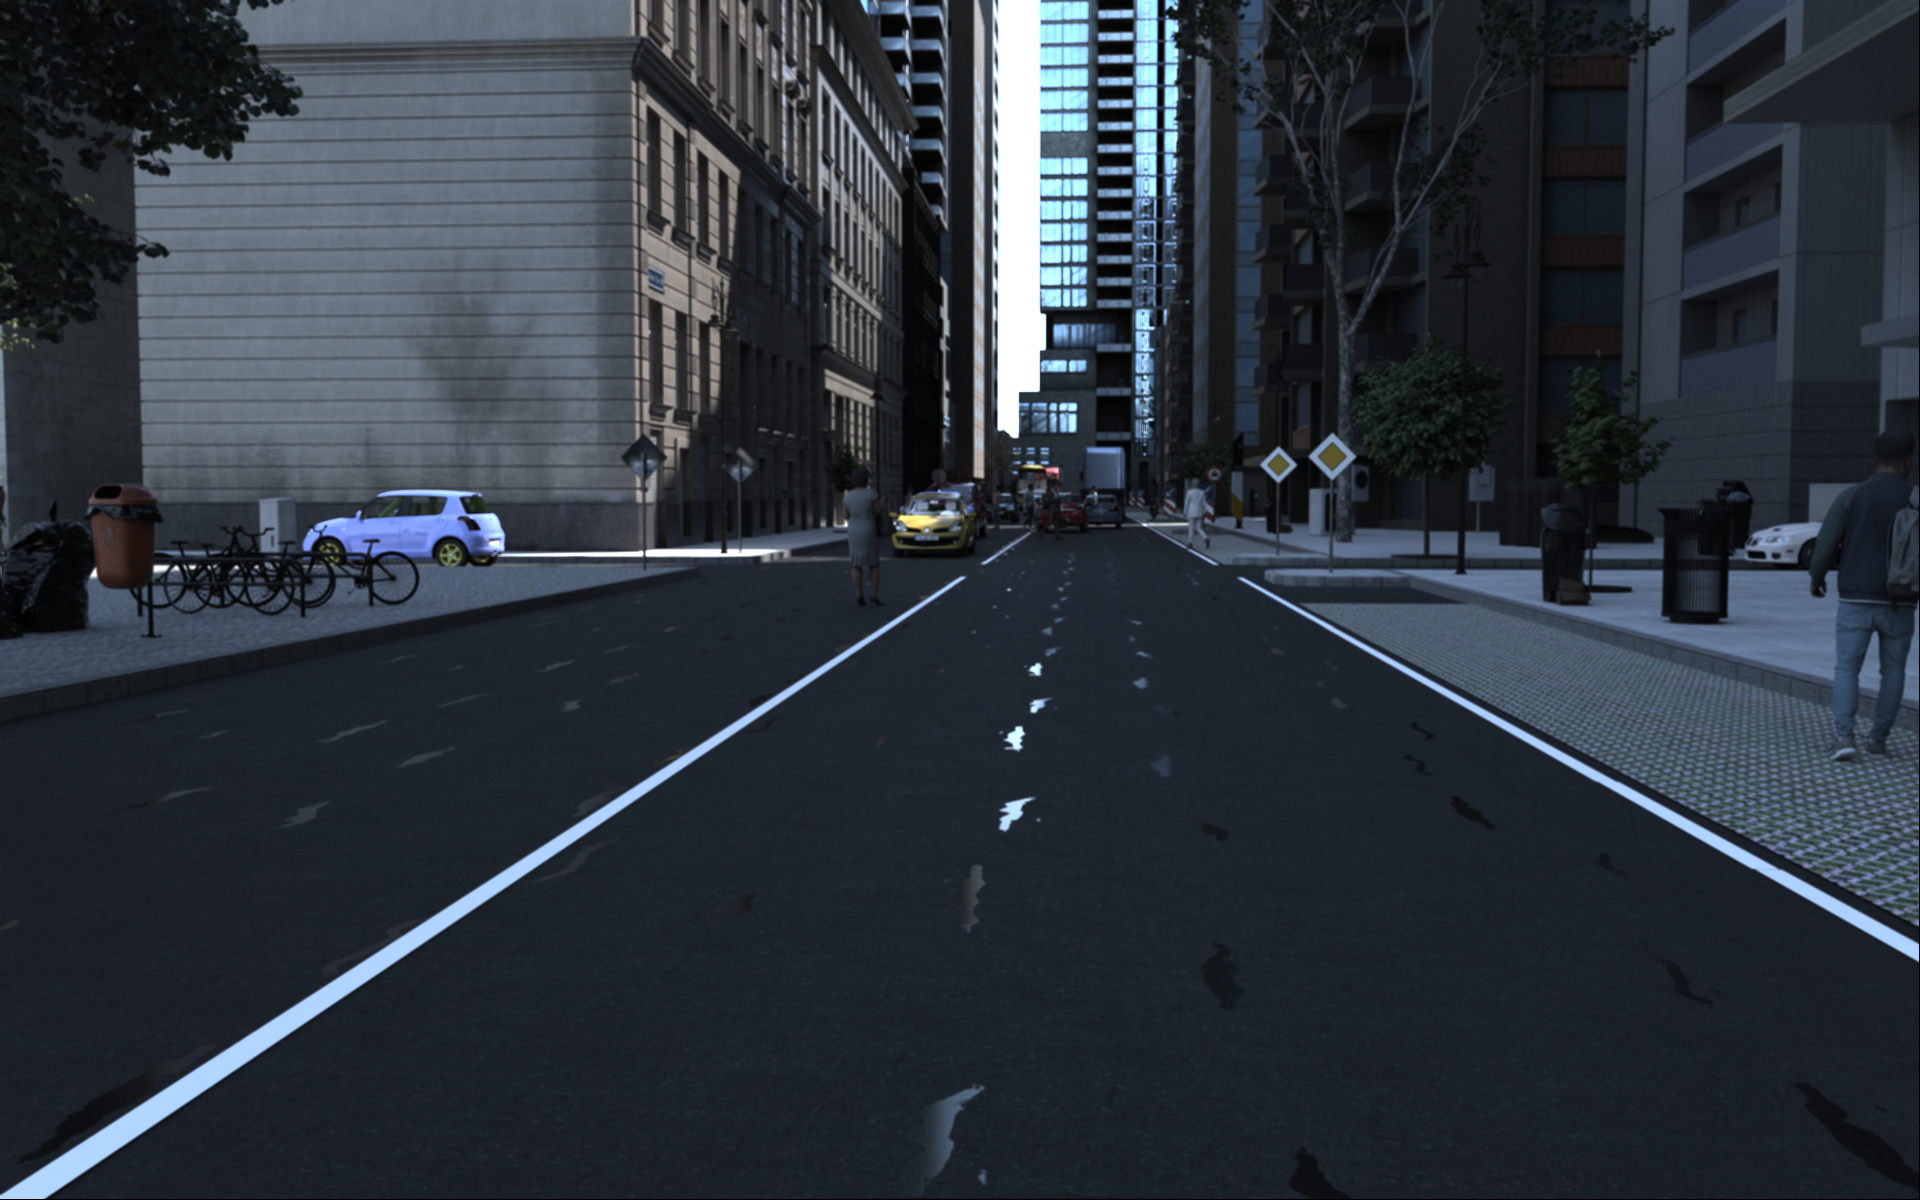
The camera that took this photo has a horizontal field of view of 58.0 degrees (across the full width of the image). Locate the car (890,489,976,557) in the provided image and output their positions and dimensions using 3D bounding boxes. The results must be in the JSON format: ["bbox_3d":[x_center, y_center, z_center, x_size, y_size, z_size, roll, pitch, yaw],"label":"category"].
[{"bbox_3d":[-0.580,-1.856,40.569,2.015,1.641,3.980,0,4,5],"label":"car"}]

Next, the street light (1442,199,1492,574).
[{"bbox_3d":[8.021,-3.350,27.555,0.468,5.910,1.993,0,4,4],"label":"street light"}]

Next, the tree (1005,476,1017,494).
[{"bbox_3d":[5.922,-11.734,186.446,1.663,3.219,1.824,0,3,0],"label":"tree"}]

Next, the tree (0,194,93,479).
[{"bbox_3d":[-16.131,-4.677,26.825,4.737,8.622,4.395,0,3,0],"label":"tree"}]

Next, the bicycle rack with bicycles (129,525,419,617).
[{"bbox_3d":[-7.818,-0.350,19.109,2.925,0.926,2.852,0,4,5],"label":"bicycle rack with bicycles"}]

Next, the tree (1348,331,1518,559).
[{"bbox_3d":[9.561,-3.140,35.054,4.285,4.588,4.351,0,3,0],"label":"tree"}]

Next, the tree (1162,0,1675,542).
[{"bbox_3d":[11.192,-11.530,44.409,12.611,20.169,13.585,0,3,0],"label":"tree"}]

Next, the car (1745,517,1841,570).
[{"bbox_3d":[17.263,-1.222,32.346,4.827,1.381,2.083,0,4,6],"label":"car"}]

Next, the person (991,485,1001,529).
[{"bbox_3d":[1.484,-3.849,71.440,0.388,1.821,0.555,-2,4,-35],"label":"person"}]

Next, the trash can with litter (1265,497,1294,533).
[{"bbox_3d":[10.586,-2.806,57.259,0.624,1.170,1.055,-3,4,-37],"label":"trash can with litter"}]

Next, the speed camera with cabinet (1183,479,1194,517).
[{"bbox_3d":[13.042,-6.376,98.588,0.660,3.252,2.038,0,4,6],"label":"speed camera with cabinet"}]

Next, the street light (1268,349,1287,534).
[{"bbox_3d":[10.143,-5.054,55.428,0.468,5.910,1.993,0,4,4],"label":"street light"}]

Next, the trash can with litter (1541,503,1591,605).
[{"bbox_3d":[7.192,-0.547,20.327,0.624,1.170,1.055,0,4,5],"label":"trash can with litter"}]

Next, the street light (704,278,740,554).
[{"bbox_3d":[-5.081,-3.935,37.130,0.468,5.910,1.993,0,4,4],"label":"street light"}]

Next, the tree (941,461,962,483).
[{"bbox_3d":[-0.584,-6.547,101.639,1.663,3.219,1.824,0,3,0],"label":"tree"}]

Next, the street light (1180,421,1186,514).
[{"bbox_3d":[14.219,-8.413,110.339,0.468,5.910,1.993,0,4,4],"label":"street light"}]

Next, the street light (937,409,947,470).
[{"bbox_3d":[-0.950,-7.326,92.562,0.468,5.910,1.993,0,4,4],"label":"street light"}]

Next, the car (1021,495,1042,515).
[{"bbox_3d":[5.246,-6.480,118.317,2.083,1.381,4.827,0,4,3],"label":"car"}]

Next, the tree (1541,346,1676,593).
[{"bbox_3d":[8.303,-1.722,22.760,1.663,3.219,1.824,0,3,0],"label":"tree"}]

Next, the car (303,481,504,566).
[{"bbox_3d":[-10.676,-1.443,33.181,3.694,1.707,1.945,0,4,6],"label":"car"}]

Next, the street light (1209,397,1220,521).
[{"bbox_3d":[12.129,-6.711,82.510,0.468,5.910,1.993,0,4,4],"label":"street light"}]

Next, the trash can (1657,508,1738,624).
[{"bbox_3d":[7.330,-0.343,17.256,0.748,1.137,0.748,0,3,0],"label":"trash can"}]

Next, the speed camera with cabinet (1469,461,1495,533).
[{"bbox_3d":[17.712,-3.805,56.546,2.038,3.252,0.660,0,4,-1],"label":"speed camera with cabinet"}]

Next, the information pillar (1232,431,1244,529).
[{"bbox_3d":[10.326,-4.468,64.405,0.504,3.616,0.183,-2,4,-33],"label":"information pillar"}]

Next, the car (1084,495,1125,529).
[{"bbox_3d":[5.916,-3.715,72.744,2.014,1.417,4.499,0,4,6],"label":"car"}]

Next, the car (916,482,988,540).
[{"bbox_3d":[-0.260,-2.911,56.271,2.281,1.827,5.304,0,4,6],"label":"car"}]

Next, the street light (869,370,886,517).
[{"bbox_3d":[-3.076,-5.634,64.900,0.468,5.910,1.993,0,4,4],"label":"street light"}]

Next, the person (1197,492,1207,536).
[{"bbox_3d":[8.155,-2.913,58.725,0.503,1.515,0.523,2,4,31],"label":"person"}]

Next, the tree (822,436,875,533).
[{"bbox_3d":[-3.717,-3.871,57.891,1.663,3.219,1.824,0,3,0],"label":"tree"}]

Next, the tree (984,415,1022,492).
[{"bbox_3d":[3.705,-12.976,162.523,4.360,8.622,3.978,0,3,0],"label":"tree"}]

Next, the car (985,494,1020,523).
[{"bbox_3d":[2.087,-4.764,87.681,2.009,1.686,4.222,0,4,5],"label":"car"}]

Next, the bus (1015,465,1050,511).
[{"bbox_3d":[6.254,-9.663,149.540,2.896,3.916,12.252,0,4,3],"label":"bus"}]

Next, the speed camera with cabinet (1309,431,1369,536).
[{"bbox_3d":[11.743,-3.625,53.612,2.038,3.252,0.660,-2,4,-34],"label":"speed camera with cabinet"}]

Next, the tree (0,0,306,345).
[{"bbox_3d":[-7.682,-6.300,9.658,9.857,13.997,8.962,0,3,0],"label":"tree"}]

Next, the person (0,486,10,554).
[{"bbox_3d":[-18.643,-1.527,33.435,0.580,1.828,0.573,3,4,36],"label":"person"}]

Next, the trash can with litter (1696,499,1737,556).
[{"bbox_3d":[15.847,-1.514,36.140,0.624,1.170,1.055,0,4,-8],"label":"trash can with litter"}]

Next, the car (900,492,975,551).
[{"bbox_3d":[-0.561,-2.163,44.951,1.945,1.707,3.694,0,4,4],"label":"car"}]

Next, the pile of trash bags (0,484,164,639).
[{"bbox_3d":[-8.648,-0.371,15.822,3.447,1.369,1.912,1,4,22],"label":"pile of trash bags"}]

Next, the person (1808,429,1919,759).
[{"bbox_3d":[4.959,-0.030,9.341,0.623,1.781,0.721,1,4,12],"label":"person"}]

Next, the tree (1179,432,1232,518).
[{"bbox_3d":[13.271,-6.641,92.293,4.285,4.588,4.351,0,3,0],"label":"tree"}]

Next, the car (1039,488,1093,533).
[{"bbox_3d":[3.937,-3.456,65.552,2.155,1.783,4.494,0,4,6],"label":"car"}]

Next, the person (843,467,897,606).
[{"bbox_3d":[-1.130,-0.823,22.314,0.716,1.782,0.532,1,4,20],"label":"person"}]
